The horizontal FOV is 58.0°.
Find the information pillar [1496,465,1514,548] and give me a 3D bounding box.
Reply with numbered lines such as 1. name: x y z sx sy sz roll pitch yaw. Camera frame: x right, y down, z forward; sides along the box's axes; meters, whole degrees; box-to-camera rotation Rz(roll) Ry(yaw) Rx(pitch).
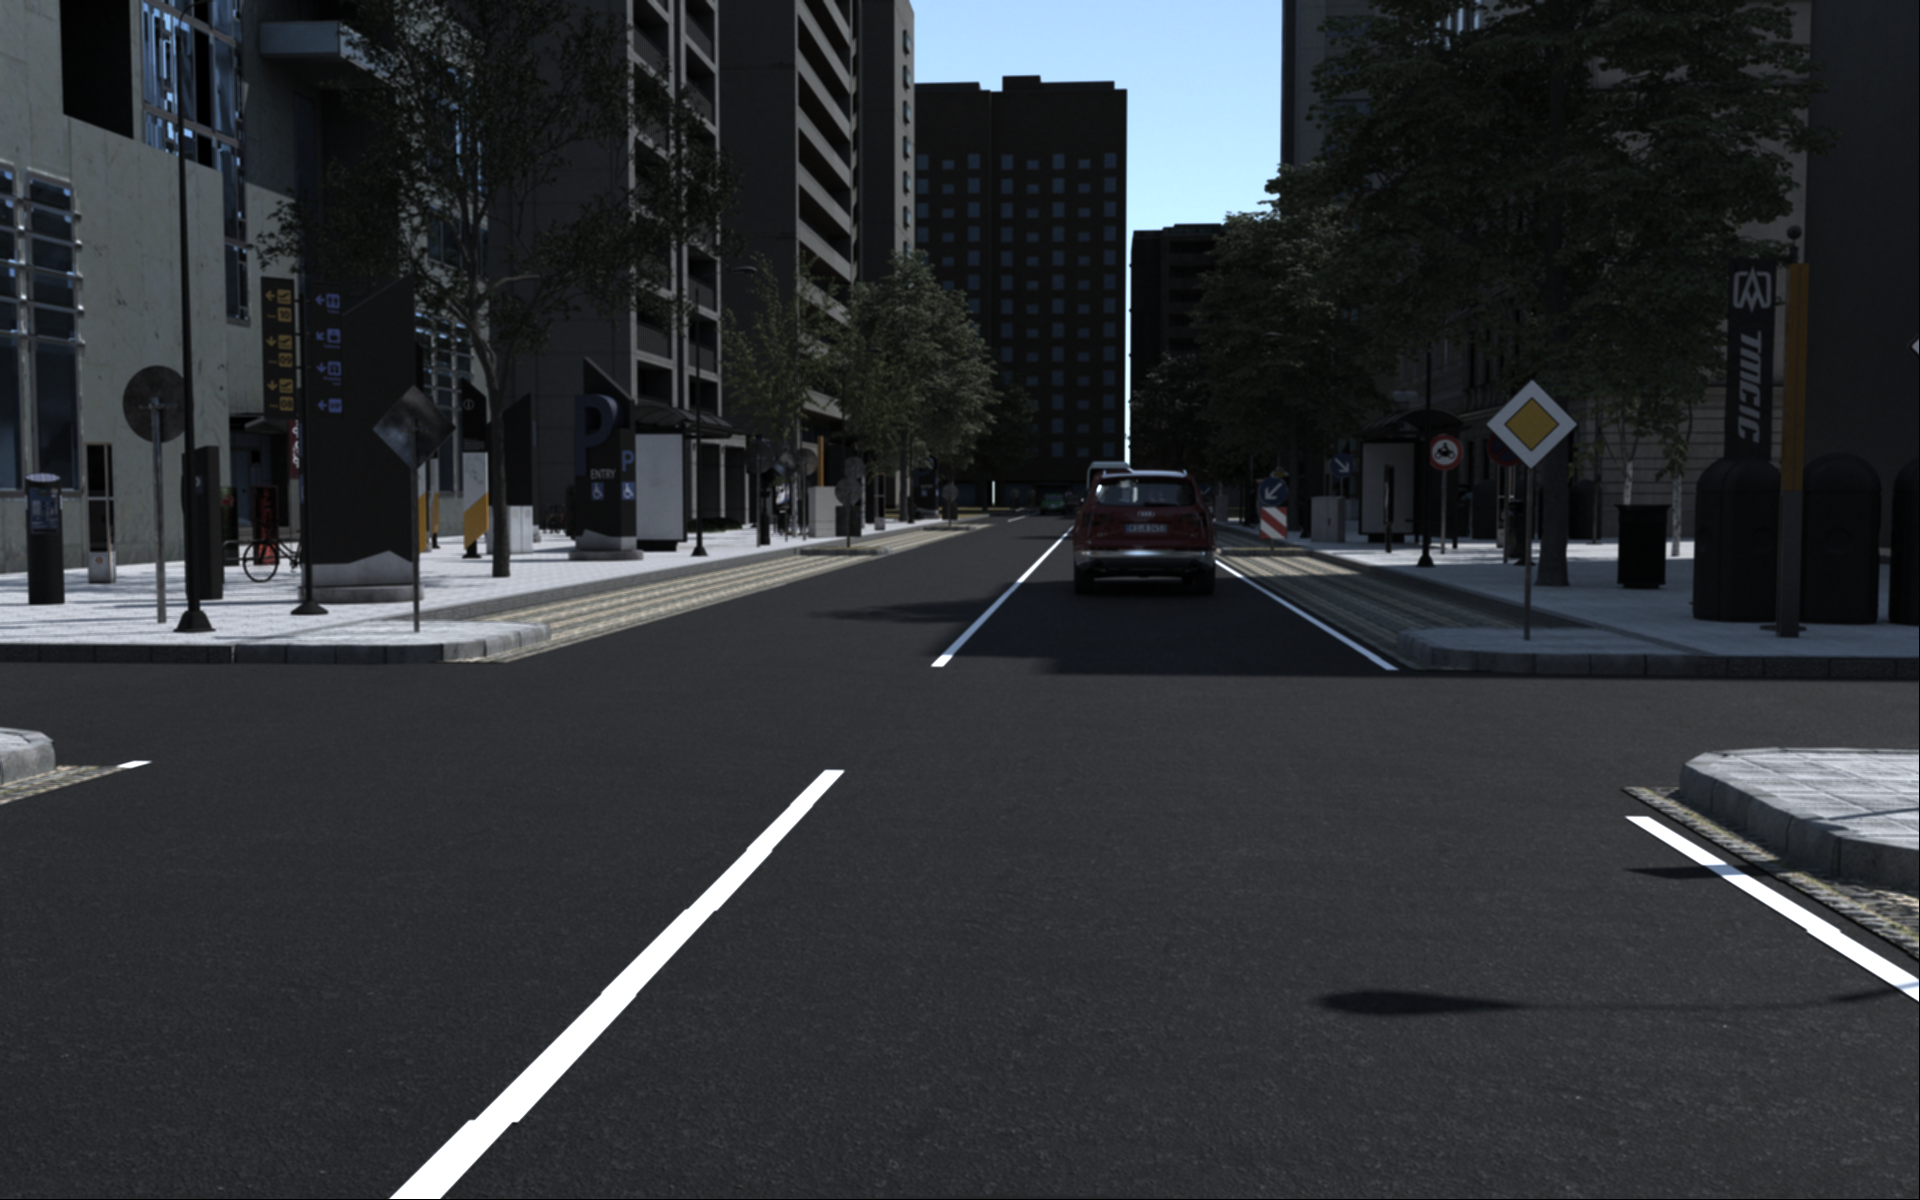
1. information pillar: 12.966 -2.243 41.167 0.304 2.012 0.304 3 4 37

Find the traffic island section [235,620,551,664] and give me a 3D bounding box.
1. traffic island section: -5.058 0.380 16.061 2.009 0.180 2.903 0 4 5

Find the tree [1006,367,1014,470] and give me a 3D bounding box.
1. tree: -1.288 -10.805 94.796 7.486 12.596 7.792 0 3 0

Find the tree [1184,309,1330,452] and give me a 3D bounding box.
1. tree: 13.955 -8.971 81.094 7.601 10.594 8.767 1 4 13

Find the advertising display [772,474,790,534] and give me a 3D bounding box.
1. advertising display: -5.831 -3.136 56.482 0.123 1.923 0.974 2 4 23

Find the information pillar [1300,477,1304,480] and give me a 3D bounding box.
1. information pillar: 14.356 -4.185 72.914 0.304 2.012 0.304 0 4 0

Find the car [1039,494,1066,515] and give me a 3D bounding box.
1. car: 6.491 -6.791 119.831 1.959 1.807 4.718 0 4 6

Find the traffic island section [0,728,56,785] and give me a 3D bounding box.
1. traffic island section: -5.725 0.867 8.104 2.009 0.180 2.903 0 4 5

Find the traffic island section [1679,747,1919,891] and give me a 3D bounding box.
1. traffic island section: 4.331 0.919 7.259 2.009 0.180 2.903 0 4 5

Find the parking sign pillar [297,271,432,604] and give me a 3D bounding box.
1. parking sign pillar: -7.225 -1.977 20.789 1.447 3.967 1.447 -3 5 -39

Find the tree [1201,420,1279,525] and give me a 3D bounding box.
1. tree: 11.812 -5.473 73.193 4.285 4.588 4.351 0 3 0

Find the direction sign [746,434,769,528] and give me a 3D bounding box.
1. direction sign: -7.836 -4.526 65.999 0.876 3.537 0.379 3 5 40

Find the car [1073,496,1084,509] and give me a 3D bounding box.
1. car: 10.002 -8.657 153.899 2.083 1.381 4.827 0 4 6

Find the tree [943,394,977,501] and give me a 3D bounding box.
1. tree: -0.668 -9.512 105.879 4.737 8.622 4.395 0 3 0

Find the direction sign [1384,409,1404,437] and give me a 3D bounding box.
1. direction sign: 11.664 -3.342 46.637 0.876 3.537 0.379 -3 5 -40

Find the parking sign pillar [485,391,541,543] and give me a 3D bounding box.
1. parking sign pillar: -11.869 -3.511 45.878 1.447 3.967 1.447 1 4 10

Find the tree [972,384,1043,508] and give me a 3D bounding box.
1. tree: 3.927 -14.485 162.579 9.928 11.665 9.643 0 3 0

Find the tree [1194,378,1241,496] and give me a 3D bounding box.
1. tree: 15.591 -9.310 102.576 4.360 8.622 3.978 0 3 0

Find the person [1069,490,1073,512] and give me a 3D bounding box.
1. person: 8.533 -7.749 135.720 0.750 1.759 0.617 -2 4 -30

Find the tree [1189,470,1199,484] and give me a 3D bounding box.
1. tree: 17.939 -8.595 135.123 1.663 3.219 1.824 0 3 0

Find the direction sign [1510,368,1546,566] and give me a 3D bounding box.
1. direction sign: 10.175 -2.392 31.100 0.876 3.537 0.379 -2 4 -31

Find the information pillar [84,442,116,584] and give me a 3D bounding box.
1. information pillar: -12.312 -1.242 24.806 0.304 2.012 0.304 -1 4 -12

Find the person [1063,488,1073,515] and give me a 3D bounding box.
1. person: 7.306 -6.639 116.921 0.709 1.838 0.599 1 4 9

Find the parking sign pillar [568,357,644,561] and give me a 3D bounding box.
1. parking sign pillar: -6.916 -2.767 33.719 1.447 3.967 1.447 3 4 36

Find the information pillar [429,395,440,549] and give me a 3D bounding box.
1. information pillar: -12.361 -3.018 40.699 0.183 3.616 0.504 -2 4 -29

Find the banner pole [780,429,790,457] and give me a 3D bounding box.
1. banner pole: -6.744 -4.673 66.422 0.401 3.779 0.863 -3 4 -36

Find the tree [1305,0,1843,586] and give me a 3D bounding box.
1. tree: 8.214 -6.495 24.327 7.486 12.596 7.792 0 3 0

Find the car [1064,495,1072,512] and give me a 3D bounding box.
1. car: 8.347 -7.958 142.685 1.945 1.354 3.894 0 4 6

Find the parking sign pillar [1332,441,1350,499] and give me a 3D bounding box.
1. parking sign pillar: 19.209 -6.047 87.333 1.447 3.967 1.447 2 4 34

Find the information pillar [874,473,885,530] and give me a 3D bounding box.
1. information pillar: -2.838 -3.469 61.217 0.304 2.012 0.304 -1 4 -22

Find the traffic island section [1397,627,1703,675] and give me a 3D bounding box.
1. traffic island section: 4.997 0.432 15.216 2.009 0.180 2.903 0 4 5

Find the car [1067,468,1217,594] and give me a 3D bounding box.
1. car: 2.753 -1.081 26.352 2.281 1.827 5.304 0 4 4

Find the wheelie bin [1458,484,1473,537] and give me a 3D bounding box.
1. wheelie bin: 14.992 -2.691 51.900 0.980 1.594 0.693 1 4 19

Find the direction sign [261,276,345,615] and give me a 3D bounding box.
1. direction sign: -6.958 -1.616 18.419 0.379 3.537 0.876 3 5 43

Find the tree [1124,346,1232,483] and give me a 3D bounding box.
1. tree: 19.036 -14.892 150.146 9.857 13.997 8.962 0 3 0

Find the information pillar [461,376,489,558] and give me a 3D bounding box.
1. information pillar: -9.673 -2.639 34.506 0.504 3.616 0.183 0 4 1

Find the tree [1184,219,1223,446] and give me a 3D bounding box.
1. tree: 11.392 -8.630 59.223 7.486 12.596 7.792 0 3 0

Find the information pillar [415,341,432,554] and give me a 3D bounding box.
1. information pillar: -7.318 -1.927 22.854 0.504 3.616 0.183 -3 4 -37

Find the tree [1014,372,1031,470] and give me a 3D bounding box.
1. tree: 1.834 -13.191 133.800 7.486 12.596 7.792 0 3 0

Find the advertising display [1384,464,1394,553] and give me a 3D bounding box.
1. advertising display: 9.402 -2.004 37.982 0.123 1.923 0.974 1 4 9

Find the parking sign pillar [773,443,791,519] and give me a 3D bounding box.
1. parking sign pillar: -9.327 -6.131 88.709 1.447 3.967 1.447 0 4 -5

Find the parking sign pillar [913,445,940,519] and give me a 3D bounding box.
1. parking sign pillar: -1.770 -6.165 89.272 1.447 3.967 1.447 1 4 23

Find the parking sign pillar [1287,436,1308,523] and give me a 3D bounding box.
1. parking sign pillar: 14.887 -5.346 75.871 1.447 3.967 1.447 0 4 -3
